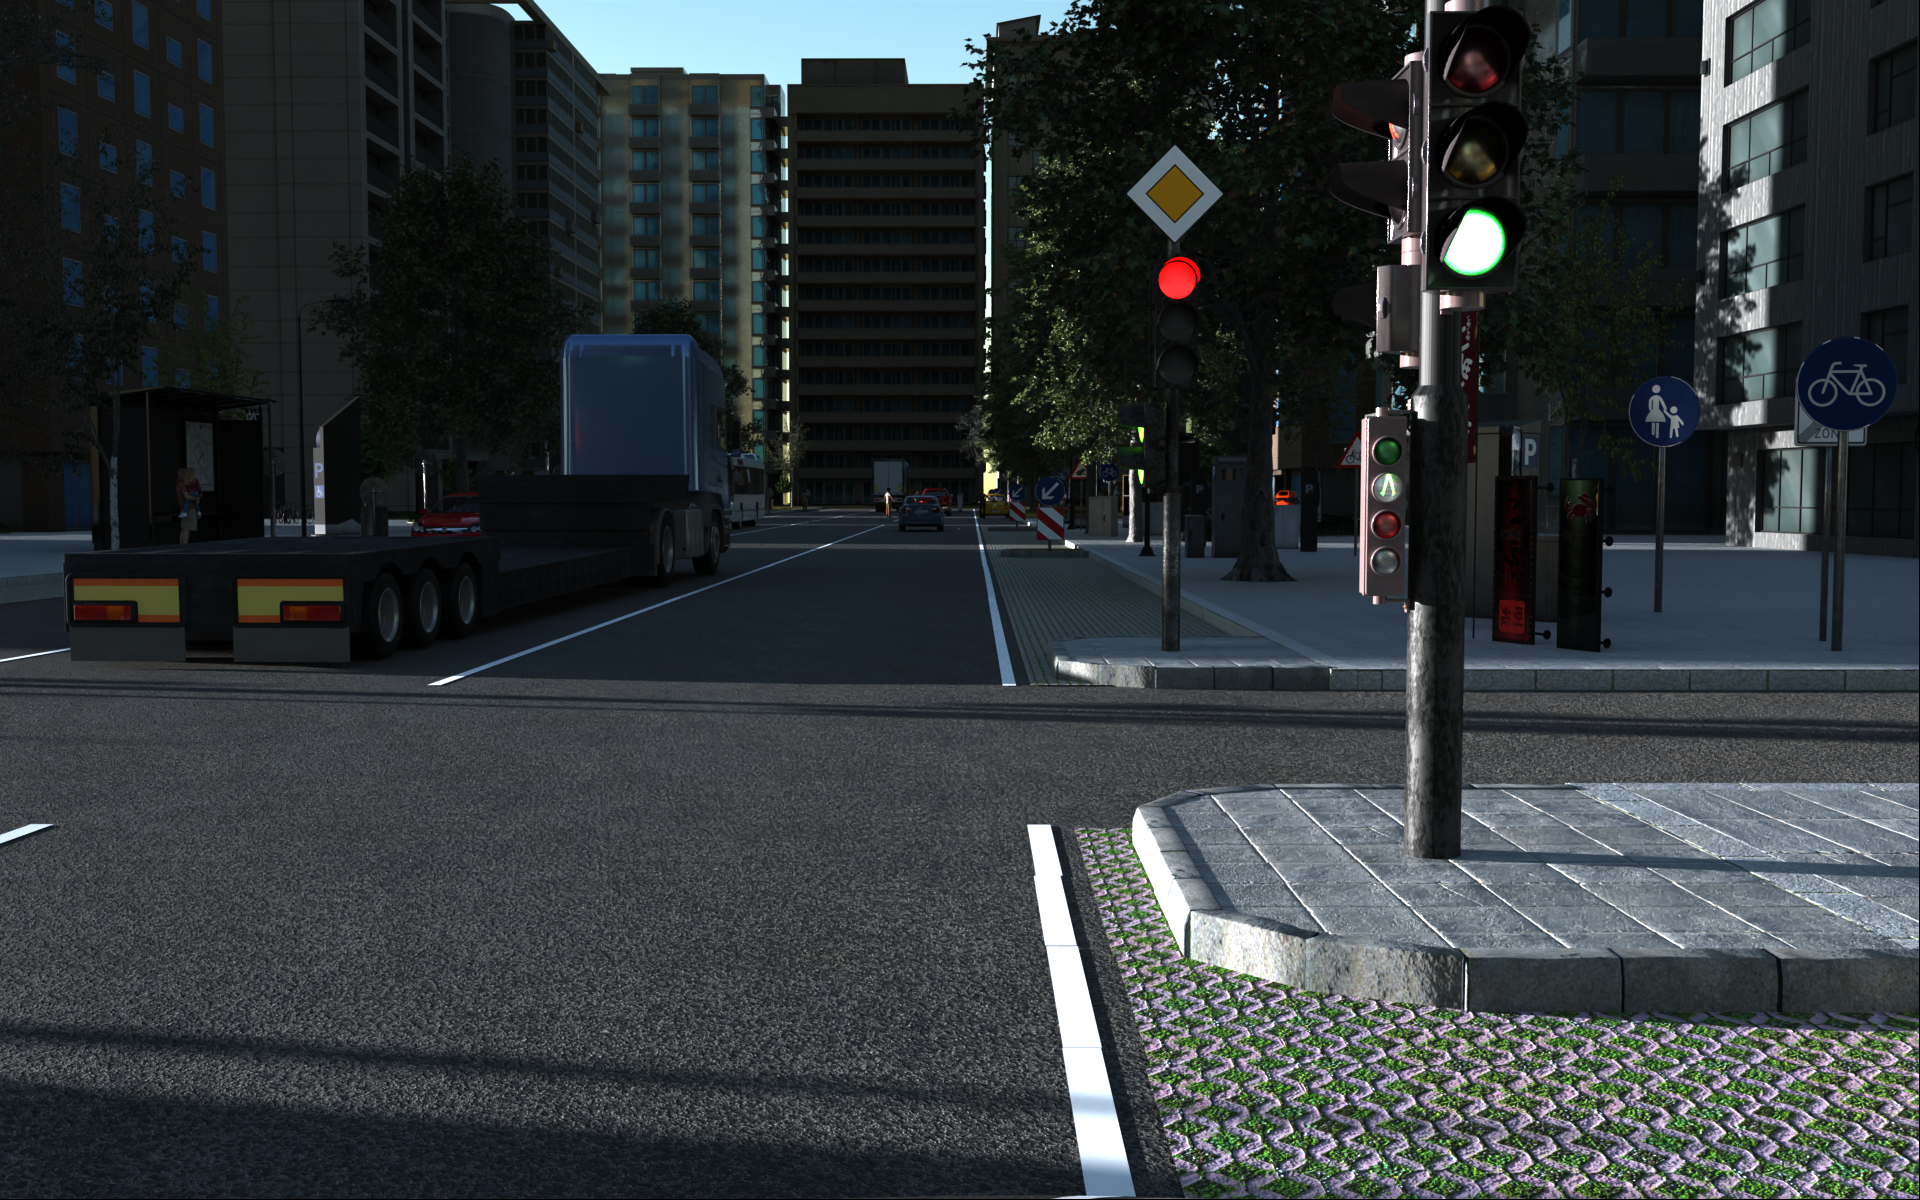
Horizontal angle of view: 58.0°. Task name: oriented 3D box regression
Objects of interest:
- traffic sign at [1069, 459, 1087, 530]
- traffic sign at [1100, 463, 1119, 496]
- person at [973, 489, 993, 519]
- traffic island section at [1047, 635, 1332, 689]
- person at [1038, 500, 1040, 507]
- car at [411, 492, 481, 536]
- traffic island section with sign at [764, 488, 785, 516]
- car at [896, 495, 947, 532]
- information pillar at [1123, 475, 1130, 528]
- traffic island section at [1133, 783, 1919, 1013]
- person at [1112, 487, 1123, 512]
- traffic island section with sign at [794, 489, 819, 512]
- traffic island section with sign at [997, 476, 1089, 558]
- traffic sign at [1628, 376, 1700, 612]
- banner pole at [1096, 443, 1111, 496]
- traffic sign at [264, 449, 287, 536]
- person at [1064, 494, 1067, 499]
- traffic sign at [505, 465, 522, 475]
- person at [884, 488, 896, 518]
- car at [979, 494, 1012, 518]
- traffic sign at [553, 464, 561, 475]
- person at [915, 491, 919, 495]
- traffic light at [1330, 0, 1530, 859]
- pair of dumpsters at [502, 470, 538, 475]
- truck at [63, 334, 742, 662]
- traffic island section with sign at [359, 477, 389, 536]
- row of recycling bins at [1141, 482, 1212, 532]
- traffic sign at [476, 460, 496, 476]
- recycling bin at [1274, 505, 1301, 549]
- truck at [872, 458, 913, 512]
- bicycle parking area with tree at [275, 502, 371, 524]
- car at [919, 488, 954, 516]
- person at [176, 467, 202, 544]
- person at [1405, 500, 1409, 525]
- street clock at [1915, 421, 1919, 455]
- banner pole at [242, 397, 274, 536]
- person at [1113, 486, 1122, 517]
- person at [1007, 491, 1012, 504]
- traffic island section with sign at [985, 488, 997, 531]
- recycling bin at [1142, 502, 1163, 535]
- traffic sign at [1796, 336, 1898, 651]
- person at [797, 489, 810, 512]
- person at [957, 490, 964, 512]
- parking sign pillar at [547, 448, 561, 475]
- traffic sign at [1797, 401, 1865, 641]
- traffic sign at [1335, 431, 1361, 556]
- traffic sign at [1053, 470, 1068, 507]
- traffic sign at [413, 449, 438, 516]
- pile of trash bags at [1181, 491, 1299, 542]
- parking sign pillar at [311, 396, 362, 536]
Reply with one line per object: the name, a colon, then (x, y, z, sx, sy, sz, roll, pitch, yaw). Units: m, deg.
traffic sign: (4.277, -3.739, 61.136, 0.884, 2.594, 0.081, 0, 4, 5)
traffic sign: (6.066, -4.290, 70.250, 0.768, 2.556, 0.104, 1, 4, 9)
person: (1.331, -5.615, 101.020, 1.217, 1.735, 0.721, -1, 4, -14)
traffic island section: (1.748, 0.495, 14.186, 2.009, 0.180, 2.903, 0, 4, 0)
person: (6.953, -8.900, 152.338, 1.217, 1.735, 0.721, 2, 4, 28)
car: (-10.862, -1.818, 38.771, 2.155, 1.783, 4.494, 0, 4, 1)
traffic island section with sign: (-12.828, -6.585, 116.294, 1.989, 1.847, 2.006, 0, 4, 0)
car: (-1.511, -3.394, 67.498, 2.014, 1.417, 4.499, 0, 4, -1)
information pillar: (6.411, -3.777, 66.251, 0.304, 2.012, 0.304, 2, 4, 24)
traffic island section: (1.698, 0.983, 6.202, 2.009, 0.180, 2.903, 0, 4, 0)
person: (11.578, -7.402, 127.054, 1.348, 1.826, 0.705, 2, 4, 31)
traffic island section with sign: (-12.661, -8.234, 143.249, 1.989, 1.847, 2.006, 0, 4, 0)
traffic island section with sign: (1.921, -1.896, 39.630, 1.989, 1.847, 2.006, 0, 4, 0)
traffic sign: (7.583, -1.140, 18.740, 0.768, 2.556, 0.104, 0, 4, 1)
banner pole: (6.091, -5.153, 74.275, 0.863, 3.779, 0.401, 2, 4, 26)
traffic sign: (-19.330, -2.976, 48.768, 0.768, 2.556, 0.104, 0, 4, 6)
person: (10.154, -9.787, 169.460, 0.756, 1.711, 0.436, -3, 5, -40)
traffic sign: (-19.805, -4.694, 76.848, 0.768, 2.556, 0.104, 0, 4, 6)
person: (-4.308, -5.921, 105.313, 0.705, 1.824, 1.348, -2, 4, -31)
car: (2.124, -5.761, 104.422, 2.015, 1.641, 3.980, 0, 4, 1)
traffic sign: (-16.874, -4.490, 73.522, 0.768, 2.556, 0.104, 0, 4, 1)
person: (-3.743, -8.882, 154.251, 0.617, 1.759, 0.750, 0, 4, 5)
traffic light: (-0.434, -1.914, 5.959, 4.771, 5.953, 1.251, 0, 4, 0)
pair of dumpsters: (-17.676, -4.080, 69.209, 1.574, 2.255, 4.437, 0, 4, 0)
truck: (-5.796, -2.060, 23.446, 2.967, 4.110, 18.799, 0, 4, 2)
traffic island section with sign: (-13.305, -1.851, 38.889, 1.989, 1.847, 2.006, 0, 4, 0)
row of recycling bins: (7.535, -3.165, 58.867, 3.534, 1.692, 1.069, 3, 5, 41)
traffic sign: (-17.798, -3.969, 64.997, 0.768, 2.556, 0.104, 0, 4, 6)
recycling bin: (7.645, -1.729, 40.824, 0.722, 1.027, 0.722, 1, 4, 14)
truck: (-5.503, -9.358, 141.923, 2.839, 4.237, 11.283, 0, 4, 2)
bicycle parking area with tree: (-30.881, -5.500, 76.920, 8.231, 4.147, 9.016, 1, 4, 16)
car: (-1.572, -6.349, 112.487, 2.281, 1.827, 5.304, 0, 4, 1)
person: (-15.774, -1.797, 35.393, 0.580, 1.828, 0.573, 1, 4, 11)
person: (15.597, -3.079, 60.638, 0.590, 1.304, 0.306, 2, 4, 32)
street clock: (8.387, -0.623, 14.762, 0.358, 2.002, 0.471, -1, 4, -14)
banner pole: (-18.017, -3.342, 44.665, 0.863, 3.779, 0.401, -3, 4, -37)
person: (8.878, -5.540, 97.346, 0.721, 1.736, 1.217, -1, 4, -10)
person: (4.567, -9.289, 158.579, 0.551, 1.740, 0.621, -2, 4, -28)
traffic island section with sign: (2.080, -3.557, 66.783, 1.989, 1.847, 2.006, 0, 4, 0)
recycling bin: (6.102, -2.538, 54.044, 0.722, 1.027, 0.722, 2, 4, 26)
traffic sign: (7.174, -0.856, 14.096, 0.768, 2.556, 0.104, 1, 4, 10)
person: (-12.203, -7.766, 135.478, 0.705, 1.824, 1.348, 3, 5, 41)
person: (0.045, -7.837, 137.311, 0.551, 1.740, 0.621, 0, 4, 3)
parking sign pillar: (-17.611, -5.400, 76.758, 1.447, 3.967, 1.447, -2, 4, -24)
traffic sign: (7.530, -0.790, 15.045, 0.606, 2.300, 0.079, 0, 4, 3)
traffic sign: (8.145, -2.177, 35.597, 0.884, 2.594, 0.081, 0, 4, 2)
traffic sign: (4.946, -5.234, 85.676, 0.768, 2.556, 0.104, 0, 4, 6)
traffic sign: (-15.258, -3.017, 49.439, 0.768, 2.556, 0.104, 0, 4, 7)
pile of trash bags: (7.583, -2.249, 46.524, 3.447, 1.369, 1.912, 3, 5, 44)
parking sign pillar: (-17.012, -3.601, 47.349, 1.447, 3.967, 1.447, 2, 4, 28)
